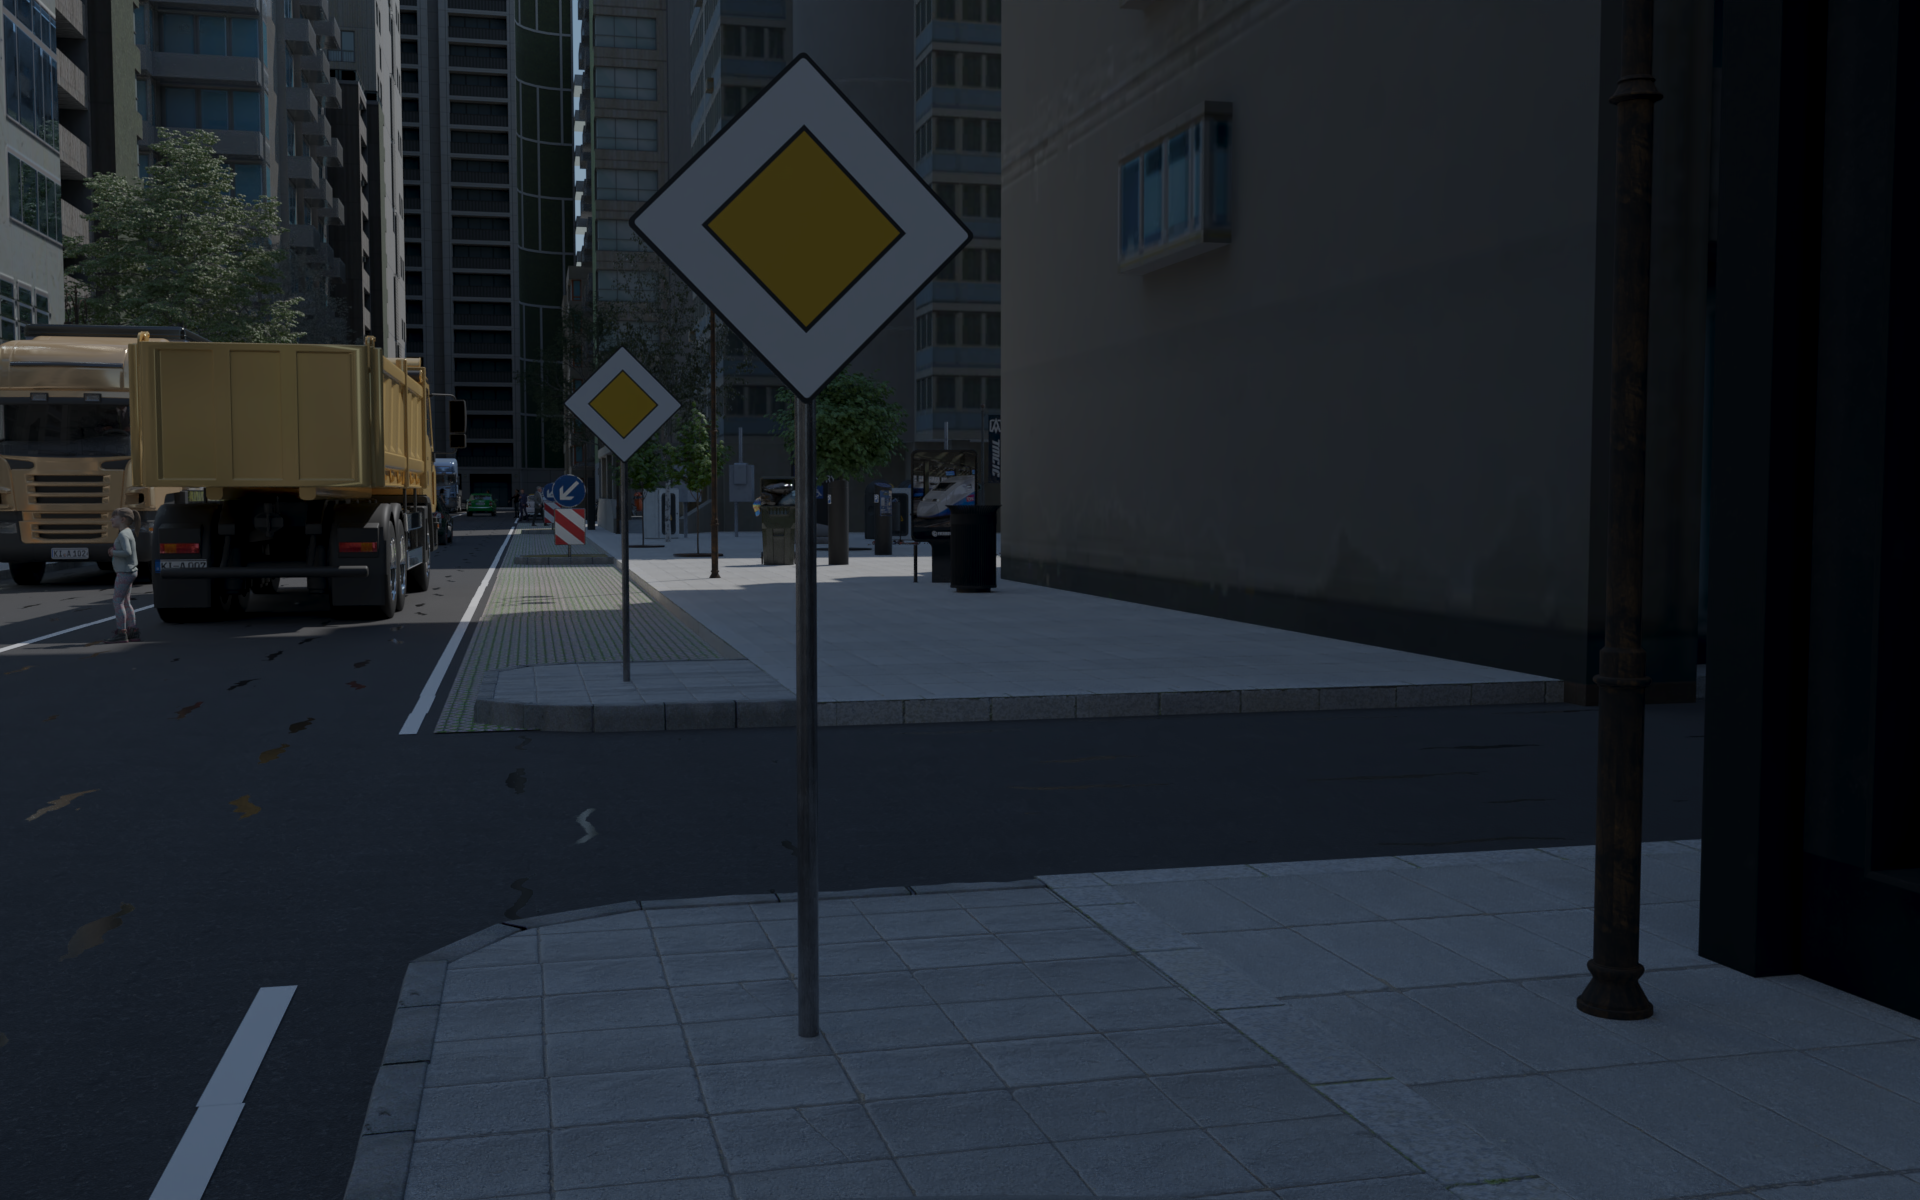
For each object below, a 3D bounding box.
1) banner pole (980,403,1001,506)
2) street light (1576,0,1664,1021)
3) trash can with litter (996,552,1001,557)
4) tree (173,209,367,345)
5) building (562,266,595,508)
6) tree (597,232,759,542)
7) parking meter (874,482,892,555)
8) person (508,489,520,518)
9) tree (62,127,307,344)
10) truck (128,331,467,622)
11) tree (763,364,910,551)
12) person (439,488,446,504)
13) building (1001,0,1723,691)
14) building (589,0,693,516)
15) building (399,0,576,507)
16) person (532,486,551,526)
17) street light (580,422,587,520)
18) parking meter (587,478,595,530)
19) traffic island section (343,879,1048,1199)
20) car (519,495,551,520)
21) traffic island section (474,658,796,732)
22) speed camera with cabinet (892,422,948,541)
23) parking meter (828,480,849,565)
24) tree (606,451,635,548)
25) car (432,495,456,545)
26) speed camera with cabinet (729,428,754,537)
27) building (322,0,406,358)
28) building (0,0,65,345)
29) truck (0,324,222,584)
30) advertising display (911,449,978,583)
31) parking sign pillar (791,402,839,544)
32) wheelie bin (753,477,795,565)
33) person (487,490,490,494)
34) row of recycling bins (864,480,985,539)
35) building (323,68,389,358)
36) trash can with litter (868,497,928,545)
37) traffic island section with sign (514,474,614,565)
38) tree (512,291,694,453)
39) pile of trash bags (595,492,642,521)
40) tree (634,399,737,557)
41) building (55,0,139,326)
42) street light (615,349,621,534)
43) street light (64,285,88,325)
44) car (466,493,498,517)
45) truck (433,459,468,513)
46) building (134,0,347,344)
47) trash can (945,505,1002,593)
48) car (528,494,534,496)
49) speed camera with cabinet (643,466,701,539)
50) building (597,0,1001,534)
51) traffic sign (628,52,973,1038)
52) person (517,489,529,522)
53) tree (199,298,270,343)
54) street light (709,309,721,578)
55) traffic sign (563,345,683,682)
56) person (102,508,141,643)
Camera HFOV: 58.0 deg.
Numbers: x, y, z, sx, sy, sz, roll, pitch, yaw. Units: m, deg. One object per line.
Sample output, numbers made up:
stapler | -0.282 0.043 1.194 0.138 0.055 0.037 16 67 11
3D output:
banner pole | 0.849 -3.547 48.016 0.863 3.779 0.401 -1 4 -15
street light | 1.628 -1.917 4.128 0.468 5.910 1.993 -1 4 -14
trash can with litter | 1.139 -1.515 35.823 1.678 1.210 2.233 1 4 14
tree | -30.225 -10.106 75.607 12.009 13.543 11.850 0 3 0
building | -19.630 -18.569 148.642 27.650 21.520 28.899 -1 4 -14
tree | -7.595 -5.860 46.166 4.360 8.622 3.978 0 3 0
parking meter | -1.615 -1.714 36.436 0.372 1.533 0.369 0 3 0
person | -26.447 -5.734 103.066 1.217 1.723 0.721 3 4 36
tree | -24.112 -8.298 53.802 7.486 12.596 7.792 0 3 0
truck | -8.573 -1.667 23.174 3.469 3.379 9.791 -1 4 -13
tree | -2.822 -3.423 39.684 4.285 4.588 4.351 0 3 0
person | -27.420 -5.068 92.087 0.721 1.735 1.217 -1 4 -14
building | 11.851 -24.424 23.030 21.600 48.544 21.300 -1 4 -14
building | -13.118 -25.157 94.906 14.154 41.232 14.086 -1 4 -14
building | -48.957 -44.922 172.732 20.611 71.187 20.563 -1 4 -14
person | -18.665 -4.170 77.072 0.834 1.777 0.661 0 4 3
street light | -18.335 -6.854 84.850 0.468 5.910 1.993 -1 4 -14
parking meter | -13.209 -3.443 61.997 0.255 1.863 0.399 -1 4 -18
traffic island section | -0.341 1.110 4.128 2.009 0.180 2.903 -1 4 -14
car | -23.616 -5.180 97.059 2.083 1.381 4.827 -1 4 -16
traffic island section | -2.264 0.636 11.879 2.009 0.180 2.903 -1 4 -14
speed camera with cabinet | -1.086 -3.261 47.646 2.038 3.252 0.660 1 4 23
parking meter | -2.206 -1.406 31.406 0.372 1.533 0.369 0 3 0
tree | -7.545 -2.885 41.763 1.663 3.219 1.824 0 3 0
car | -15.521 -2.440 49.681 2.009 1.686 4.222 -1 4 -13
speed camera with cabinet | -5.832 -3.511 51.737 2.038 3.252 0.660 0 4 2
building | -59.075 -33.605 138.674 27.495 52.752 28.713 -1 4 -14
building | -88.168 -50.201 133.460 31.000 86.520 22.319 -1 4 -14
truck | -14.710 -2.575 31.017 2.839 4.237 11.283 -1 4 -14
advertising display | -0.223 -1.211 25.017 0.974 1.923 0.123 1 4 9
parking sign pillar | -3.721 -3.450 44.875 1.447 3.967 1.447 0 4 -3
wheelie bin | -3.264 -1.438 31.425 0.980 1.594 0.693 0 4 -6
person | -36.103 -7.528 132.305 0.721 1.735 1.217 2 4 26
row of recycling bins | -1.022 -2.604 49.681 3.534 1.692 1.069 -1 4 -20
building | -46.589 -21.125 117.100 14.160 30.474 14.107 -1 4 -14
trash can with litter | -1.361 -2.021 44.095 2.233 1.210 1.678 -1 4 -13
traffic island section with sign | -8.189 -1.659 35.758 1.989 1.847 2.006 -1 4 -14
tree | -15.980 -8.844 79.007 8.767 10.594 7.601 -1 4 -17
pile of trash bags | -16.130 -4.454 82.575 1.912 1.369 3.447 2 4 25
tree | -5.532 -2.507 35.592 1.663 3.219 1.824 0 3 0
building | -37.113 -17.594 59.360 14.160 30.474 14.107 -1 4 -14
street light | -10.962 -5.050 55.357 0.468 5.910 1.993 -1 4 -14
street light | -19.584 -4.021 38.538 0.468 5.910 1.993 -1 4 -14
car | -30.978 -6.321 112.151 1.959 1.807 4.718 -1 4 -13
truck | -40.556 -9.000 136.913 2.967 4.110 18.799 -1 4 -12
building | -46.044 -29.000 93.756 23.786 49.044 30.456 -1 4 -14
trash can | 0.178 -0.673 22.654 0.748 1.137 0.748 0 3 0
car | -37.323 -8.691 152.316 2.015 1.641 3.980 -1 4 -14
speed camera with cabinet | -8.285 -3.401 49.936 0.660 3.252 2.038 2 4 28
building | 2.628 -22.885 66.046 32.217 40.220 23.993 -1 4 -14
traffic sign | -0.362 -0.025 4.045 0.795 2.450 0.064 -1 4 -14
person | -22.756 -4.939 90.172 0.541 1.710 0.530 3 5 43
tree | -26.917 -6.875 62.773 4.360 8.622 3.978 0 3 0
street light | -3.741 -3.271 26.264 0.468 5.910 1.993 -1 4 -14
traffic sign | -2.285 -0.499 11.796 0.795 2.450 0.064 -1 4 -14
person | -8.098 -0.241 16.725 0.394 1.301 0.425 -3 5 -40
